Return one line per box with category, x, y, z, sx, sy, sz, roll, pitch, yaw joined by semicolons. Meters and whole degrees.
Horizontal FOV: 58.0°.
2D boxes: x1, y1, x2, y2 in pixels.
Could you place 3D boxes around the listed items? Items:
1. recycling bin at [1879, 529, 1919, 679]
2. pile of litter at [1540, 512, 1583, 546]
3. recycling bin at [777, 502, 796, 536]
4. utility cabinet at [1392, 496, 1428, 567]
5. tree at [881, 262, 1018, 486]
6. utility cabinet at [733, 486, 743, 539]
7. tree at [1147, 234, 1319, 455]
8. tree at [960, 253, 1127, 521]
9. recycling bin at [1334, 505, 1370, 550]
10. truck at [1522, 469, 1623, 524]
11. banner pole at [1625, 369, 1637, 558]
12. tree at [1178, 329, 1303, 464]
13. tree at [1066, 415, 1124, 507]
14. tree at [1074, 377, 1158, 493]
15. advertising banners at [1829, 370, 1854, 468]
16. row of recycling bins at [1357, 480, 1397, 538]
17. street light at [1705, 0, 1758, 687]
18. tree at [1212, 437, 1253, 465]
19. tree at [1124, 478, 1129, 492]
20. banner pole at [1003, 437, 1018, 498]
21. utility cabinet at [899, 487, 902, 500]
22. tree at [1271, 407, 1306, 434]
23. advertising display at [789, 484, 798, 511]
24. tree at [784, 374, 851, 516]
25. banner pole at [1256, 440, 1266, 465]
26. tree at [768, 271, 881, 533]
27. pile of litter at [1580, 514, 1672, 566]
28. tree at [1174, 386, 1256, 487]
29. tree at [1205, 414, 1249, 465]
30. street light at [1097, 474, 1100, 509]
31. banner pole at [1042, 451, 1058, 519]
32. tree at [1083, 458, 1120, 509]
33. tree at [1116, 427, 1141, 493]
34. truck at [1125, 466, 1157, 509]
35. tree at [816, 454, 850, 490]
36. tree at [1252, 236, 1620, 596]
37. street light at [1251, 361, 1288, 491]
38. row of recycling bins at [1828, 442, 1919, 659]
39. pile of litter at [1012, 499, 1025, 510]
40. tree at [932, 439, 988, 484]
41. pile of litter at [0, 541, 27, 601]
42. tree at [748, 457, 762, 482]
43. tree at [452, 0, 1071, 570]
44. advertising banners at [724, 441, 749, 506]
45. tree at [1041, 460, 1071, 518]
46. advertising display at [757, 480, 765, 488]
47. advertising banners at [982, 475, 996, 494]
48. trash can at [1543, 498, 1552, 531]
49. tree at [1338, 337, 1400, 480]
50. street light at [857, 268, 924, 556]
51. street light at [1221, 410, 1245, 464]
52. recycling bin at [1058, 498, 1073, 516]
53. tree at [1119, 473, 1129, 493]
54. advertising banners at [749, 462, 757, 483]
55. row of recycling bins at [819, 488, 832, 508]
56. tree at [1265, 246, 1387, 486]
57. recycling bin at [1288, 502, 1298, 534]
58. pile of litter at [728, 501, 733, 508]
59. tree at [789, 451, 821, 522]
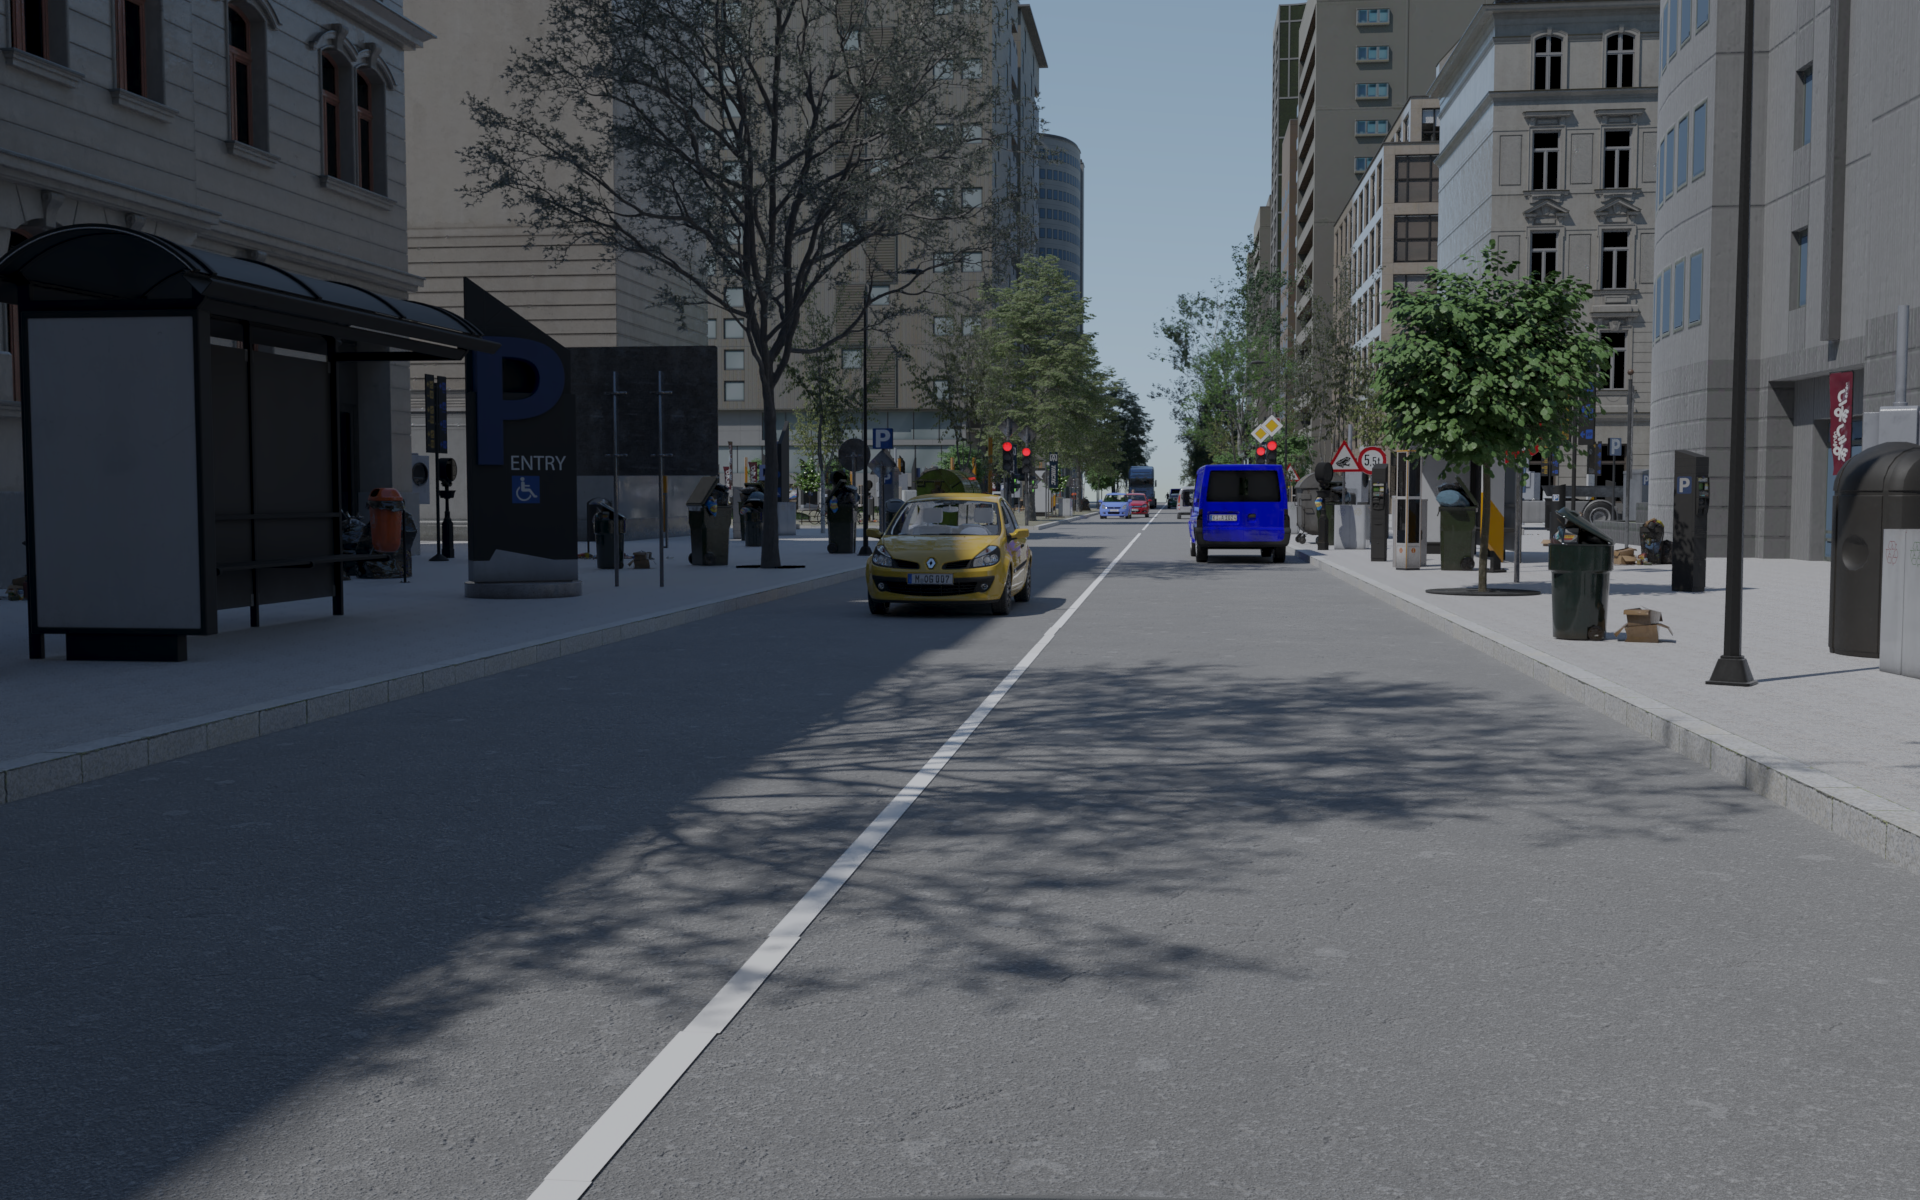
recycling bin;7.008;0.022;12.188;0.722;1.027;0.722;0;4;2
pile of litter;14.782;-1.729;42.240;1.176;0.858;1.719;2;4;23
recycling bin;-5.594;-2.531;53.930;0.722;1.027;0.722;-3;5;-44
utility cabinet;7.973;-1.192;30.644;0.306;1.237;1.020;2;4;33
tree;0.086;-6.363;54.391;4.360;8.622;3.978;0;3;0
utility cabinet;-6.342;-2.503;49.597;0.318;1.500;1.173;0;4;-7
tree;20.359;-16.702;128.974;12.611;20.169;13.585;0;3;0
tree;3.622;-10.004;81.695;7.486;12.596;7.792;0;3;0
recycling bin;9.138;-1.701;40.359;0.722;1.027;0.722;1;4;21
truck;26.499;-4.513;63.551;18.799;4.110;2.967;1;4;9
banner pole;13.530;-2.750;34.973;0.401;3.779;0.863;2;4;28
tree;17.417;-11.128;107.706;9.928;11.665;9.643;0;3;0
tree;10.138;-11.609;140.176;4.360;8.622;3.978;0;3;0
tree;16.588;-17.210;188.040;9.857;13.997;8.962;0;3;0
advertising banners;12.674;-1.700;23.984;0.090;3.025;2.074;-1;4;-9
row of recycling bins;12.128;-2.724;51.643;1.069;1.692;3.534;0;4;4
street light;4.675;-2.388;11.591;1.470;5.913;1.316;0;4;7
tree;14.425;-5.753;77.768;4.285;4.588;4.351;0;3;0
tree;24.616;-18.807;257.857;4.360;8.622;3.978;0;3;0
banner pole;2.163;-5.290;76.515;0.863;3.779;0.401;-2;4;-26
utility cabinet;-1.992;-2.653;52.053;0.318;1.500;1.173;-1;4;-11
tree;25.911;-11.523;138.755;4.737;8.622;4.395;0;3;0
advertising display;-10.566;-6.262;107.596;0.974;1.923;0.123;1;4;14
tree;-8.310;-9.316;102.676;4.737;8.622;4.395;0;3;0
banner pole;12.668;-5.060;72.750;0.863;3.779;0.401;0;4;-7
tree;-4.242;-6.484;56.378;4.360;8.622;3.978;0;3;0
pile of litter;12.393;-1.081;31.645;1.719;0.858;1.176;-1;4;-20
tree;26.923;-16.010;178.765;9.611;12.733;9.660;0;3;0
tree;23.615;-12.491;154.597;4.737;8.622;4.395;0;3;0
street light;12.287;-10.633;146.394;1.470;5.913;1.316;0;4;7
banner pole;4.696;-6.107;89.868;0.863;3.779;0.401;0;4;-6
tree;12.372;-10.311;152.294;4.285;4.588;4.351;0;3;0
tree;20.387;-17.593;222.062;7.601;10.594;8.767;0;4;-3
truck;18.334;-11.224;173.271;2.967;4.110;18.799;0;4;7
tree;-10.270;-9.690;142.138;4.285;4.588;4.351;0;3;0
tree;6.718;-2.353;22.183;4.285;4.588;4.351;0;3;0
street light;10.815;-5.373;60.382;1.470;5.913;1.316;0;4;7
row of recycling bins;8.753;-0.395;13.570;3.534;1.692;1.069;0;4;5
pile of litter;4.947;-7.785;141.251;1.719;0.858;1.176;2;4;27
tree;0.068;-7.153;100.672;4.285;4.588;4.351;0;3;0
pile of litter;-11.179;-0.451;21.334;1.719;0.858;1.176;0;4;-1
tree;-14.947;-9.215;134.374;4.285;4.588;4.351;0;3;0
tree;-3.239;-7.284;29.467;12.009;13.543;11.850;0;3;0
advertising banners;-7.496;-3.791;58.171;0.090;3.025;2.074;1;4;9
tree;5.316;-6.109;94.484;1.663;3.219;1.824;0;3;0
advertising display;-9.009;-4.612;80.625;0.974;1.923;0.123;-3;4;-38
advertising banners;2.114;-9.158;145.927;2.074;3.025;0.090;0;4;-2
trash can;20.717;-2.982;60.404;0.748;1.137;0.748;0;3;0
tree;19.712;-8.065;82.225;4.737;8.622;4.395;0;3;0
street light;-1.430;-3.873;35.863;1.470;5.913;1.316;0;4;7
street light;15.133;-7.534;95.721;1.470;5.913;1.316;0;4;7
recycling bin;6.055;-5.317;99.491;0.722;1.027;0.722;1;4;13
tree;29.757;-21.243;297.686;4.737;8.622;4.395;0;3;0
advertising banners;-10.509;-5.983;94.008;2.074;3.025;0.090;-2;4;-26
row of recycling bins;-10.001;-7.420;128.433;1.069;1.692;3.534;-1;4;-8
tree;11.099;-6.242;52.421;4.360;8.622;3.978;0;3;0
recycling bin;10.420;-2.621;55.399;0.722;1.027;0.722;0;4;2
pile of litter;-14.890;-6.029;112.537;1.719;0.858;1.176;3;5;43
tree;-6.774;-5.154;78.871;1.663;3.219;1.824;0;3;0
